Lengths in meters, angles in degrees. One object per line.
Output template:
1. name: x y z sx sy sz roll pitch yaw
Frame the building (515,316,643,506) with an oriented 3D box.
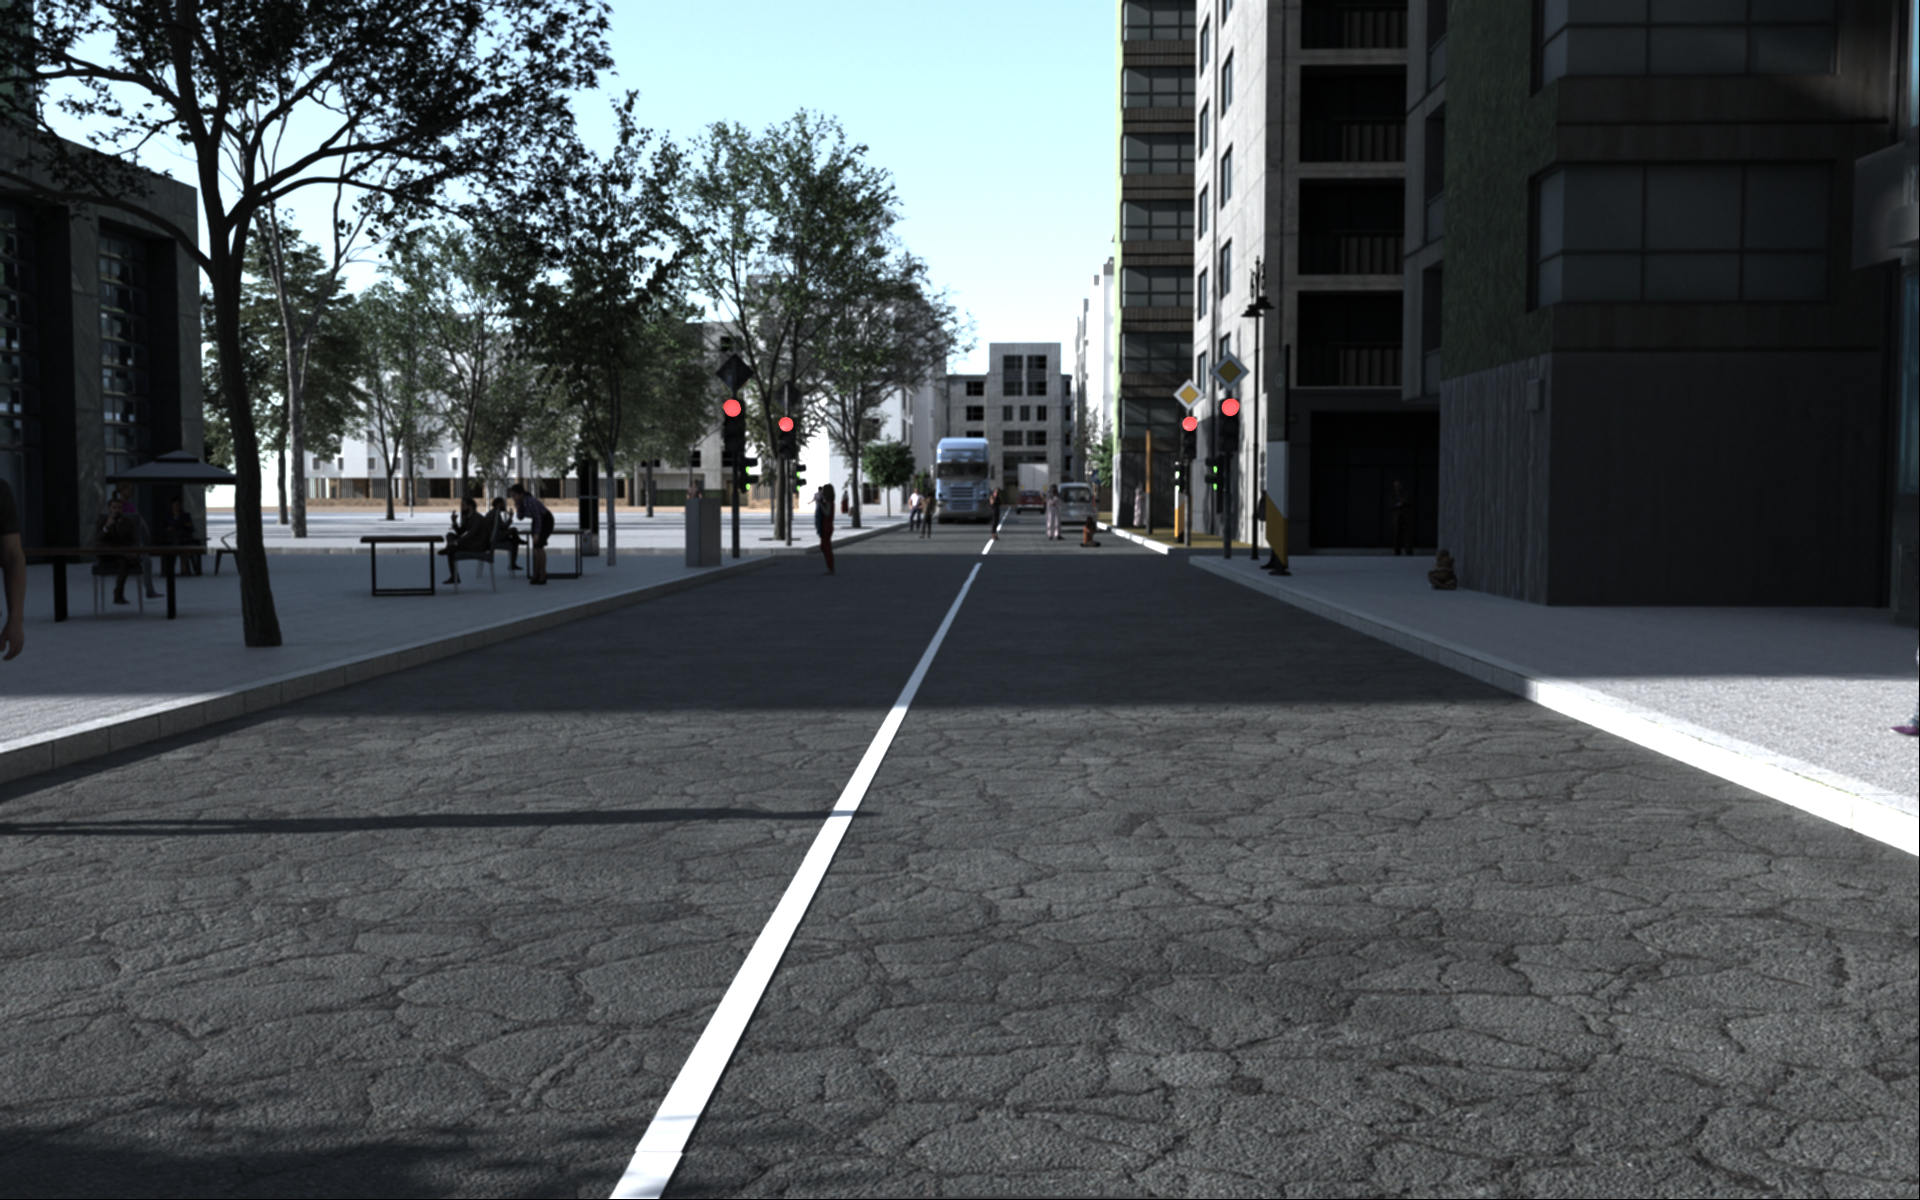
1. building: -39.638 -20.216 186.958 11.380 20.091 16.016 0 4 2

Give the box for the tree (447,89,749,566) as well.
1. tree: -6.504 -4.923 30.855 4.737 8.622 4.395 0 3 0

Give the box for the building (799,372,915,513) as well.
1. building: -8.009 -11.689 133.268 9.099 9.664 28.070 0 4 2

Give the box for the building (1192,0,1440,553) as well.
1. building: 17.980 -37.301 48.118 20.611 71.187 20.563 0 4 2

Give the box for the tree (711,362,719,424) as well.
1. tree: -16.877 -10.888 96.141 7.486 12.596 7.792 0 3 0

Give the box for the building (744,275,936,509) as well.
1. building: -10.319 -18.167 153.442 16.016 20.091 11.380 0 4 2

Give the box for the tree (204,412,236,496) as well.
1. tree: -52.619 -8.912 108.623 20.602 7.101 11.467 1 4 12

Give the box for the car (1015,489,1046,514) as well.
1. car: 5.034 -7.031 123.630 2.281 1.827 5.304 0 4 3

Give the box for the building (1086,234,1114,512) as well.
1. building: 17.848 -16.819 131.403 16.016 20.091 11.380 0 4 2

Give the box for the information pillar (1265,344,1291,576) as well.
1. information pillar: 5.018 -2.200 27.333 0.183 3.616 0.504 -2 4 -27

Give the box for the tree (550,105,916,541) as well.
1. tree: -5.062 -7.458 47.700 9.928 11.665 9.643 0 3 0

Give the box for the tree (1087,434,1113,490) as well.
1. tree: 7.876 -6.161 84.449 4.285 4.588 4.351 0 3 0

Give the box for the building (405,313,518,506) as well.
1. building: -51.024 -20.217 186.968 11.380 20.091 16.016 0 4 2

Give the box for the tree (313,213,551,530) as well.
1. tree: -17.751 -8.357 62.390 9.928 11.665 9.643 0 3 0

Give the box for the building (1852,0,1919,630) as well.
1. building: 18.185 -23.411 2.386 23.786 49.044 30.456 0 4 2

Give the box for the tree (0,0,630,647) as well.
1. tree: -6.236 -4.888 14.334 7.601 10.594 8.767 0 4 -2

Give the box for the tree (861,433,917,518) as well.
1. tree: -3.820 -6.727 93.701 4.285 4.588 4.351 0 3 0

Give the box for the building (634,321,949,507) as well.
1. building: -17.478 -19.509 185.435 31.486 18.905 16.747 0 4 2

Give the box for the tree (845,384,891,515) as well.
1. tree: -6.329 -9.515 105.930 4.360 8.622 3.978 0 3 0

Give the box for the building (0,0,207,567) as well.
1. building: -31.874 -43.481 23.583 31.000 86.520 22.319 0 4 2

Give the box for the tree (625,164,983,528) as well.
1. tree: -4.038 -9.445 64.797 12.009 13.543 11.850 0 3 0

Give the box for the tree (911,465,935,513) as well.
1. tree: -2.309 -7.479 116.885 1.663 3.219 1.824 0 3 0

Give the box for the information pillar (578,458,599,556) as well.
1. information pillar: -7.658 -1.910 35.724 0.304 2.012 0.304 1 4 20

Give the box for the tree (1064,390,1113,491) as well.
1. tree: 9.217 -10.435 120.970 4.360 8.622 3.978 0 3 0

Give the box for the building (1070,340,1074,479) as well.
1. building: 19.991 -20.185 186.439 16.016 20.091 11.380 0 4 2

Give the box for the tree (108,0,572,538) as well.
1. tree: -18.102 -11.843 49.525 12.611 20.169 13.585 0 3 0

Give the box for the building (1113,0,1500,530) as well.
1. building: 13.450 -23.791 72.570 14.154 41.232 14.086 0 4 2

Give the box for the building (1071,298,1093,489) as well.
1. building: 19.734 -18.238 164.642 16.747 18.905 31.486 0 4 2

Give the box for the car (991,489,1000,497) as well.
1. car: 1.427 -6.324 112.064 2.281 1.827 5.304 0 4 1

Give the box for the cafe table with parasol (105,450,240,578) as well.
1. cafe table with parasol: -12.239 -1.365 27.176 2.610 1.966 2.610 3 4 36

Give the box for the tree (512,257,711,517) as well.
1. tree: -17.583 -10.087 83.054 7.486 12.596 7.792 0 3 0

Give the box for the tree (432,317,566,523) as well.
1. tree: -19.045 -7.432 71.883 4.360 8.622 3.978 0 3 0

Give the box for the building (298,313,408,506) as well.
1. building: -62.859 -20.220 187.022 11.380 20.091 16.016 0 4 2

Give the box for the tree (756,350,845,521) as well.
1. tree: -8.032 -8.098 82.768 4.360 8.622 3.978 0 3 0

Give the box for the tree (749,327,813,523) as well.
1. tree: -8.429 -7.652 75.471 4.737 8.622 4.395 0 3 0

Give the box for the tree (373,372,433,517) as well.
1. tree: -30.420 -8.939 96.509 4.360 8.622 3.978 0 3 0

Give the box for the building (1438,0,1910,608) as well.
1. building: 13.931 -20.887 25.099 14.154 41.232 14.086 0 4 2

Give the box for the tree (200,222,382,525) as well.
1. tree: -28.207 -9.468 72.933 7.486 12.596 7.792 0 3 0

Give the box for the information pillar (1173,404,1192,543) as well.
1. information pillar: 5.827 -3.290 45.146 0.504 3.616 0.183 -2 4 -29
